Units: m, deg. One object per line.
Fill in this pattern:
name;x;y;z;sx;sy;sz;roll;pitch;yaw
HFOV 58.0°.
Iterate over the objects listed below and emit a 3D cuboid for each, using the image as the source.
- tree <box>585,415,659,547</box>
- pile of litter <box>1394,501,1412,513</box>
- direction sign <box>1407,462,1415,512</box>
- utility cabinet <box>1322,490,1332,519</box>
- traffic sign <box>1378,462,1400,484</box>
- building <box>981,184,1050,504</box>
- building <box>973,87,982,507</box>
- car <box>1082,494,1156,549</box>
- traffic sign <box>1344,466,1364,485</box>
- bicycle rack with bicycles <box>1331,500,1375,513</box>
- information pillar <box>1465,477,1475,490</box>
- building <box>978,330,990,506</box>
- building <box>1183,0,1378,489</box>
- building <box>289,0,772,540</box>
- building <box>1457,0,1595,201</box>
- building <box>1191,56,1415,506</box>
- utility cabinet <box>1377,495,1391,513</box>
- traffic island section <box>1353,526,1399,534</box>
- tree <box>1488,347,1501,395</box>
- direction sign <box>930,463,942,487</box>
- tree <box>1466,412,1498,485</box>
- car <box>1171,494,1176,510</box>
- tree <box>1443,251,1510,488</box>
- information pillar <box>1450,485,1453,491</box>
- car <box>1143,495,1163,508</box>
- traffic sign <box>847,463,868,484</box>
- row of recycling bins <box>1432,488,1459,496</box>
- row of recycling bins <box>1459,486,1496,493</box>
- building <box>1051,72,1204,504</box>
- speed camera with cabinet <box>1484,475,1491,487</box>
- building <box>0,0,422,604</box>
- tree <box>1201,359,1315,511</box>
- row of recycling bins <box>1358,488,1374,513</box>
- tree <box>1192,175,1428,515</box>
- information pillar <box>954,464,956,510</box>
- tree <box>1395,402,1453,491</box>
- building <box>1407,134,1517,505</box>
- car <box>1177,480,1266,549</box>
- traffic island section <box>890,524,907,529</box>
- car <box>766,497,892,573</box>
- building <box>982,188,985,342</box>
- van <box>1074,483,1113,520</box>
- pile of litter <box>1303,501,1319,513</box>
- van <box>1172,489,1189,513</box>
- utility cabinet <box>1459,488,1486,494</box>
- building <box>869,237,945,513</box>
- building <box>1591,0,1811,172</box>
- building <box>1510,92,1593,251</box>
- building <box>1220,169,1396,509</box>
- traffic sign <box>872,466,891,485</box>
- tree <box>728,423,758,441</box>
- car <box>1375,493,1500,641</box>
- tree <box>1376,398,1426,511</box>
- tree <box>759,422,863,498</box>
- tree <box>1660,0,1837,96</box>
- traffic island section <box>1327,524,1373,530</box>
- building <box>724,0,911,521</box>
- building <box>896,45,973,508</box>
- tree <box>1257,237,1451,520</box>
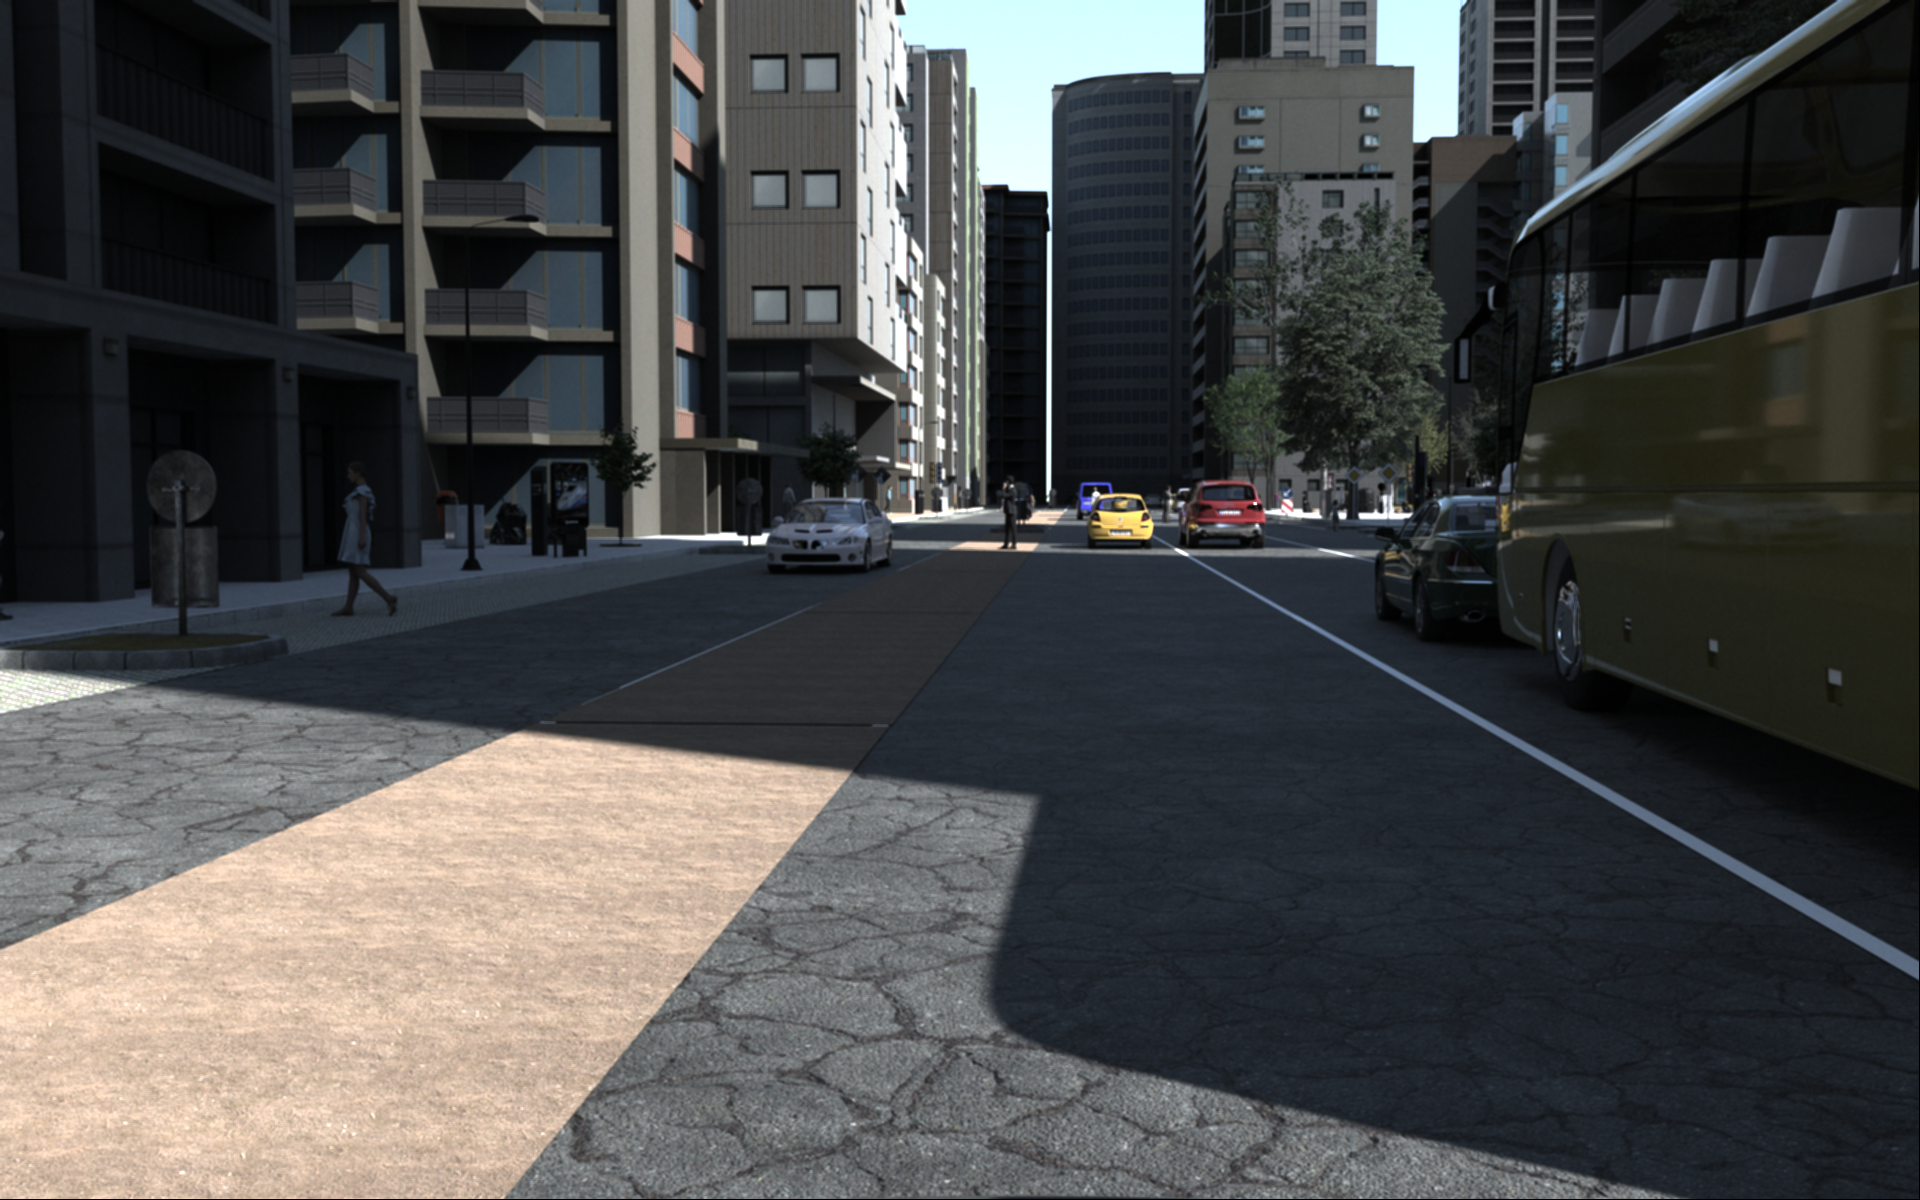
tree;-8.231;-2.937;42.614;1.663;3.219;1.824;0;3;0
pile of litter;29.358;-6.192;115.198;1.719;0.858;1.176;-2;4;-29
direction sign;31.645;-7.895;121.082;0.876;3.537;0.379;-1;4;-11
utility cabinet;19.044;-4.969;89.916;0.318;1.500;1.173;0;4;2
traffic sign;15.696;-3.741;63.358;0.795;2.593;0.064;0;4;4
building;-1.967;-35.944;242.304;28.867;44.769;22.147;0;4;4
building;-5.593;-29.714;169.426;14.154;41.232;14.086;0;4;4
car;4.287;-2.230;46.682;2.015;1.641;3.980;0;4;4
traffic sign;16.244;-4.228;71.324;0.795;2.593;0.064;0;4;4
bicycle rack with bicycles;25.771;-6.220;115.086;2.925;0.926;2.852;3;4;38
information pillar;21.464;-4.184;72.899;0.304;2.012;0.304;3;5;40
building;-11.291;-21.221;192.010;27.650;21.520;28.899;0;4;4
building;38.169;-47.189;209.794;20.563;71.187;20.611;0;4;4
building;-20.989;-24.591;56.693;28.867;44.769;22.147;0;4;4
building;79.851;-48.753;235.370;20.611;71.187;20.563;0;4;4
building;36.876;-34.603;189.458;21.300;48.544;21.600;0;4;4
utility cabinet;29.373;-6.651;119.903;1.020;1.237;0.306;-2;4;-27
traffic island section;15.720;-2.517;63.439;2.009;0.180;2.903;0;4;4
tree;25.013;-7.620;74.944;4.737;8.622;4.395;0;3;0
direction sign;-1.746;-8.105;124.507;0.876;3.537;0.379;0;4;-7
tree;18.678;-4.548;58.079;4.285;4.588;4.351;0;3;0
car;17.527;-7.888;139.197;2.015;1.641;3.980;0;4;4
tree;16.710;-6.133;50.641;4.360;8.622;3.978;0;3;0
information pillar;40.948;-8.565;144.531;0.304;2.012;0.304;-1;4;-14
car;20.716;-10.610;185.833;2.083;1.381;4.827;0;4;5
traffic sign;-3.851;-3.824;64.719;0.795;2.593;0.064;0;4;4
row of recycling bins;34.626;-7.005;121.652;3.534;1.692;1.069;-1;4;-17
row of recycling bins;26.816;-4.901;87.247;1.069;1.692;3.534;-1;4;-21
building;26.715;-42.670;239.656;28.212;58.520;21.231;0;4;4
speed camera with cabinet;36.837;-7.683;119.951;0.660;3.252;2.038;0;4;-3
building;-20.000;-35.864;24.628;20.563;71.187;20.611;0;4;4
tree;23.660;-12.622;132.133;9.928;11.665;9.643;0;3;0
row of recycling bins;27.752;-6.825;118.698;1.069;1.692;3.534;0;4;8
tree;20.575;-15.185;104.156;12.611;20.169;13.585;0;3;0
information pillar;-0.373;-8.883;136.598;0.183;3.616;0.504;0;4;1
tree;37.323;-11.738;142.282;4.737;8.622;4.395;0;3;0
building;58.754;-34.379;212.211;14.200;45.320;14.600;0;4;4
car;7.083;-2.349;47.082;2.281;1.827;5.304;0;4;3
traffic island section;-3.326;-3.087;72.754;2.009;0.180;2.903;0;4;4
car;-2.427;-1.268;33.090;2.083;1.381;4.827;0;4;6
building;-4.005;-32.562;215.983;14.086;41.232;14.154;0;4;4
van;7.515;-5.654;96.823;2.240;2.365;5.245;0;4;2
pile of litter;24.014;-6.405;118.681;1.176;0.858;1.719;2;4;25
van;17.325;-7.709;133.055;2.013;2.044;4.112;0;4;4
utility cabinet;18.107;-3.218;61.297;0.318;1.500;1.173;-1;4;-20
building;-16.037;-17.542;131.847;27.650;21.520;28.899;0;4;4
building;30.957;-25.820;45.856;21.300;48.544;21.600;0;4;4
building;80.661;-35.817;205.210;30.456;49.044;23.786;0;4;4
building;31.445;-23.632;158.077;14.160;30.474;14.107;0;4;4
traffic sign;-3.302;-4.312;72.685;0.795;2.593;0.064;0;4;4
tree;-10.493;-5.876;79.785;4.285;4.588;4.351;0;3;0
car;5.524;-0.392;18.205;2.131;1.459;4.920;0;4;6
tree;32.210;-10.861;127.938;4.360;8.622;3.978;0;3;0
tree;-5.978;-5.802;78.581;4.285;4.588;4.351;0;3;0
tree;15.716;-6.866;30.385;7.486;12.596;7.792;0;3;0
traffic island section;16.268;-3.005;71.405;2.009;0.180;2.903;0;4;4
building;-17.328;-30.919;94.768;28.713;52.752;27.495;0;4;4
building;-6.555;-28.820;154.794;14.154;41.232;14.086;0;4;4
tree;19.731;-11.033;87.037;9.857;13.997;8.962;0;3;0
